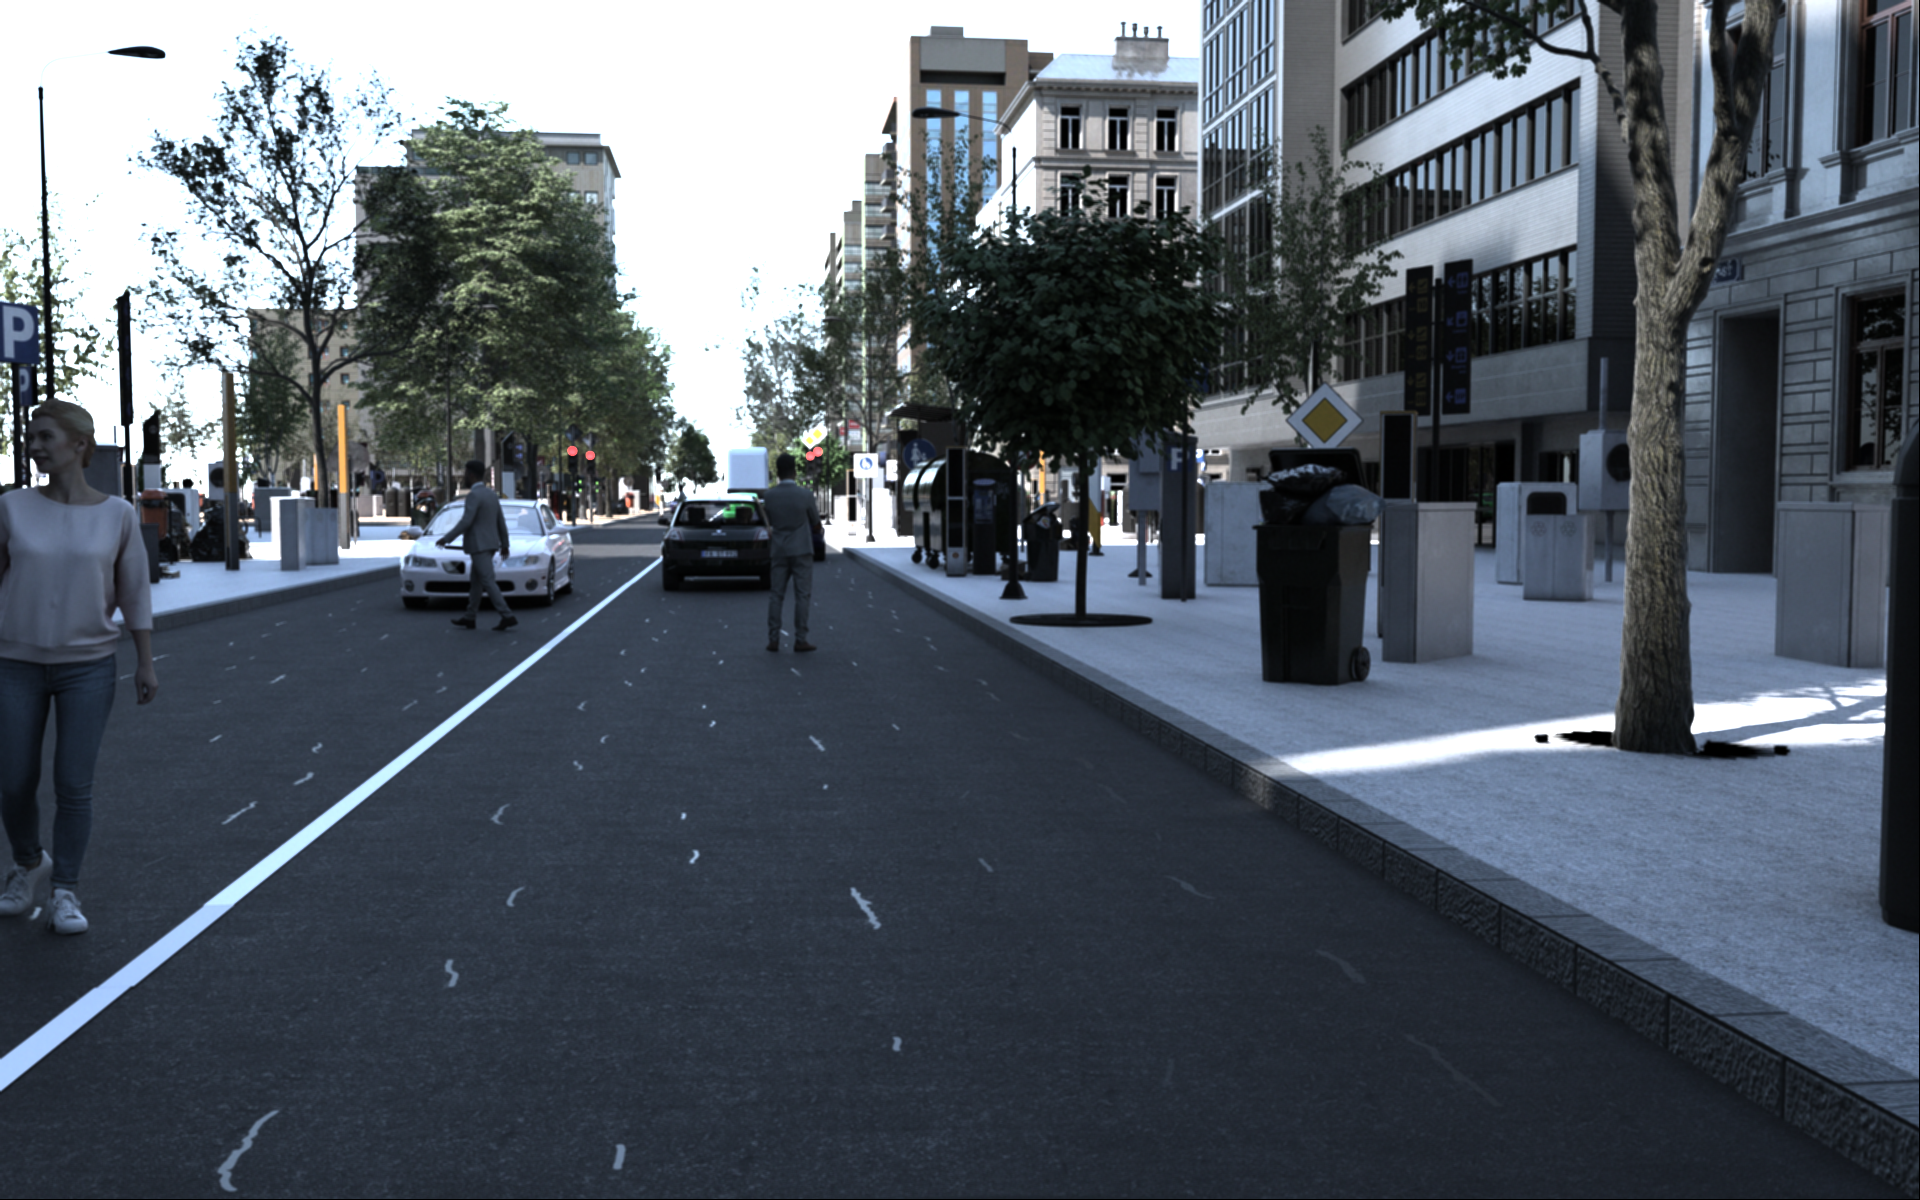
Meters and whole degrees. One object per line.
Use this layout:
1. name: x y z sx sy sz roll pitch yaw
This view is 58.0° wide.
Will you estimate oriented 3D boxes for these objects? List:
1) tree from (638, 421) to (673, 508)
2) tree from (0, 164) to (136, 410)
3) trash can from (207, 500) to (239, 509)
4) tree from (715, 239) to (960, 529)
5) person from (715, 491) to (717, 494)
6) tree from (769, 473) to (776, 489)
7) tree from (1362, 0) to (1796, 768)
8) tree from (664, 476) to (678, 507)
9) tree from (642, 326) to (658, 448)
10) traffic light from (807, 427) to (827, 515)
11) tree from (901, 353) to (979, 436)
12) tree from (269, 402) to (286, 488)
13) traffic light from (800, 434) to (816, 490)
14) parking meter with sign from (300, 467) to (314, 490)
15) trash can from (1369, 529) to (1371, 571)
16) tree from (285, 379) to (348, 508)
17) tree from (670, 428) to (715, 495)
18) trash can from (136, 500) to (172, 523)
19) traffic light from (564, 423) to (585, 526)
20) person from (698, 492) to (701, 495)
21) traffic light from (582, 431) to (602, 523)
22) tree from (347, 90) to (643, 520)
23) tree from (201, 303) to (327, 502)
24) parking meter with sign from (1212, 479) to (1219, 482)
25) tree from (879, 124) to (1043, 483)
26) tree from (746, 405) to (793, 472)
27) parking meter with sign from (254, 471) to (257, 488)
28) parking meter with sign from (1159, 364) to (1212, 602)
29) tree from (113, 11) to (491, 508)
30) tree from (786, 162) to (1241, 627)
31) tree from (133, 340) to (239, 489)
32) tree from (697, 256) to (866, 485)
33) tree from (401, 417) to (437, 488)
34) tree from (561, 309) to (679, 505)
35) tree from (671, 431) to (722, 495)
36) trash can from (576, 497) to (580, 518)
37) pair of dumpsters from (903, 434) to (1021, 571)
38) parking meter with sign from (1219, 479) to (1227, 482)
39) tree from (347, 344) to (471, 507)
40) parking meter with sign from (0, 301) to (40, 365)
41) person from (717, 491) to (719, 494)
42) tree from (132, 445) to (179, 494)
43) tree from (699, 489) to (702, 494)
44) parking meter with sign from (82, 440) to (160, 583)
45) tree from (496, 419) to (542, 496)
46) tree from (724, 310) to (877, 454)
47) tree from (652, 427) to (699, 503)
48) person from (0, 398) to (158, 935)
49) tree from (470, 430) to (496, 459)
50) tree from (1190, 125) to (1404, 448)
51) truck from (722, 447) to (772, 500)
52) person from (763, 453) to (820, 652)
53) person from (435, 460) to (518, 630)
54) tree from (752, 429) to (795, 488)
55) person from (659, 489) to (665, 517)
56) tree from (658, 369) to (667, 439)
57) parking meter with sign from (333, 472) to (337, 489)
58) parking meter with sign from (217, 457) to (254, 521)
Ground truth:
1. tree: -28.555 -12.902 161.307 4.360 8.622 3.978 0 3 0
2. tree: -20.946 -5.433 39.200 4.737 8.622 4.395 0 3 0
3. trash can: -18.066 -1.887 42.504 0.748 1.137 0.748 0 3 0
4. tree: -3.125 -7.893 63.467 7.601 10.594 8.767 2 4 31
5. person: -36.145 -15.231 257.401 0.709 1.838 0.599 -1 4 -18
6. tree: -6.707 -6.008 81.945 4.285 4.588 4.351 0 3 0
7. tree: 3.671 -5.058 8.449 9.928 11.665 9.643 0 3 0
8. tree: -28.055 -10.520 166.603 1.663 3.219 1.824 0 3 0
9. tree: -18.797 -10.154 84.147 7.486 12.596 7.792 0 3 0
10. traffic light: -5.752 -4.946 69.780 0.839 4.253 0.868 0 4 -7
11. tree: -1.042 -8.741 93.271 4.360 8.622 3.978 0 3 0
12. tree: -46.224 -10.353 119.641 4.360 8.622 3.978 0 3 0
13. traffic light: -6.740 -5.430 77.704 0.839 4.253 0.868 0 4 -7
14. parking meter with sign: -42.870 -7.177 113.608 1.738 3.016 0.543 2 4 29
15. trash can: 6.235 -0.975 27.587 0.748 1.137 0.748 0 3 0
16. tree: -39.673 -9.724 109.357 4.360 8.622 3.978 0 3 0
17. tree: -38.098 -19.001 245.083 7.601 10.594 8.767 0 4 -8
18. trash can: -18.181 -1.680 39.118 0.748 1.137 0.748 0 3 0
19. traffic light: -15.287 -4.872 68.579 0.839 4.253 0.868 0 4 -7
20. person: -31.921 -12.475 212.989 1.217 1.766 0.721 3 5 41
21. traffic light: -16.275 -5.357 76.503 0.839 4.253 0.868 0 4 -7
22. tree: -13.318 -8.024 49.320 7.486 12.596 7.792 0 3 0
23. tree: -25.798 -6.999 64.791 4.737 8.622 4.395 0 3 0
24. parking meter with sign: 9.340 -4.296 66.493 0.543 3.016 1.738 2 4 25
25. tree: 0.184 -5.166 34.822 4.737 8.622 4.395 0 3 0
26. tree: -23.483 -18.389 218.793 7.486 12.596 7.792 0 3 0
27. parking meter with sign: -41.264 -6.435 101.466 0.543 3.016 1.738 -3 5 -40
28. parking meter with sign: 2.713 -1.538 21.405 0.543 3.016 1.738 0 4 3
29. tree: -13.040 -6.120 34.468 7.601 10.594 8.767 -1 4 -20
30. tree: 1.152 -2.051 17.243 4.285 4.588 4.351 0 3 0
31. tree: -37.417 -8.164 83.848 4.360 8.622 3.978 0 3 0
32. tree: -14.082 -17.284 138.481 12.611 20.169 13.585 0 3 0
33. tree: -44.599 -11.840 143.947 4.737 8.622 4.395 0 3 0
34. tree: -22.336 -12.546 111.782 9.857 13.997 8.962 0 3 0
35. tree: -44.297 -22.821 290.122 9.611 12.733 9.660 0 3 0
36. trash can: -20.153 -4.865 91.200 0.748 1.137 0.748 0 3 0
37. pair of dumpsters: -0.009 -1.687 30.080 1.574 2.255 4.437 0 4 -7
38. parking meter with sign: 13.173 -5.611 88.002 1.738 3.016 0.543 -1 4 -11
39. tree: -25.908 -8.028 81.613 4.360 8.622 3.978 0 3 0
40. parking meter with sign: -9.450 -1.211 16.057 1.738 3.016 0.543 1 4 11
41. person: -29.272 -12.278 209.275 0.705 1.821 1.348 -3 5 -39
42. tree: -27.618 -3.919 58.685 1.663 3.219 1.824 0 3 0
43. tree: -44.808 -21.337 299.225 4.737 8.622 4.395 0 3 0
44. parking meter with sign: -12.216 -1.716 24.321 0.543 3.016 1.738 3 4 38
45. tree: -36.990 -11.937 145.531 4.360 8.622 3.978 0 3 0
46. tree: -10.527 -12.555 115.638 12.009 13.543 11.850 0 3 0
47. tree: -32.059 -14.700 190.710 4.737 8.622 4.395 0 3 0
48. person: -3.091 0.209 5.756 0.731 1.740 0.598 -2 4 -30
49. tree: -34.583 -10.338 119.393 4.360 8.622 3.978 0 3 0
50. tree: 6.684 -5.108 33.876 4.737 8.622 4.395 0 3 0
51. truck: -11.449 -6.389 94.211 2.967 4.110 18.799 0 4 -8
52. person: -1.542 -0.443 15.917 0.511 1.800 0.466 0 4 -1
53. person: -5.061 -0.583 18.313 0.850 1.792 0.678 1 4 12
54. tree: -17.220 -13.036 163.504 4.737 8.622 4.395 0 3 0
55. person: -18.596 -6.062 108.166 0.362 1.759 0.519 -1 4 -16
56. tree: -20.583 -11.174 100.818 7.486 12.596 7.792 0 3 0
57. parking meter with sign: -40.921 -7.194 113.881 0.543 3.016 1.738 0 4 -4
58. parking meter with sign: -34.396 -5.218 81.570 1.738 3.016 0.543 0 4 5
